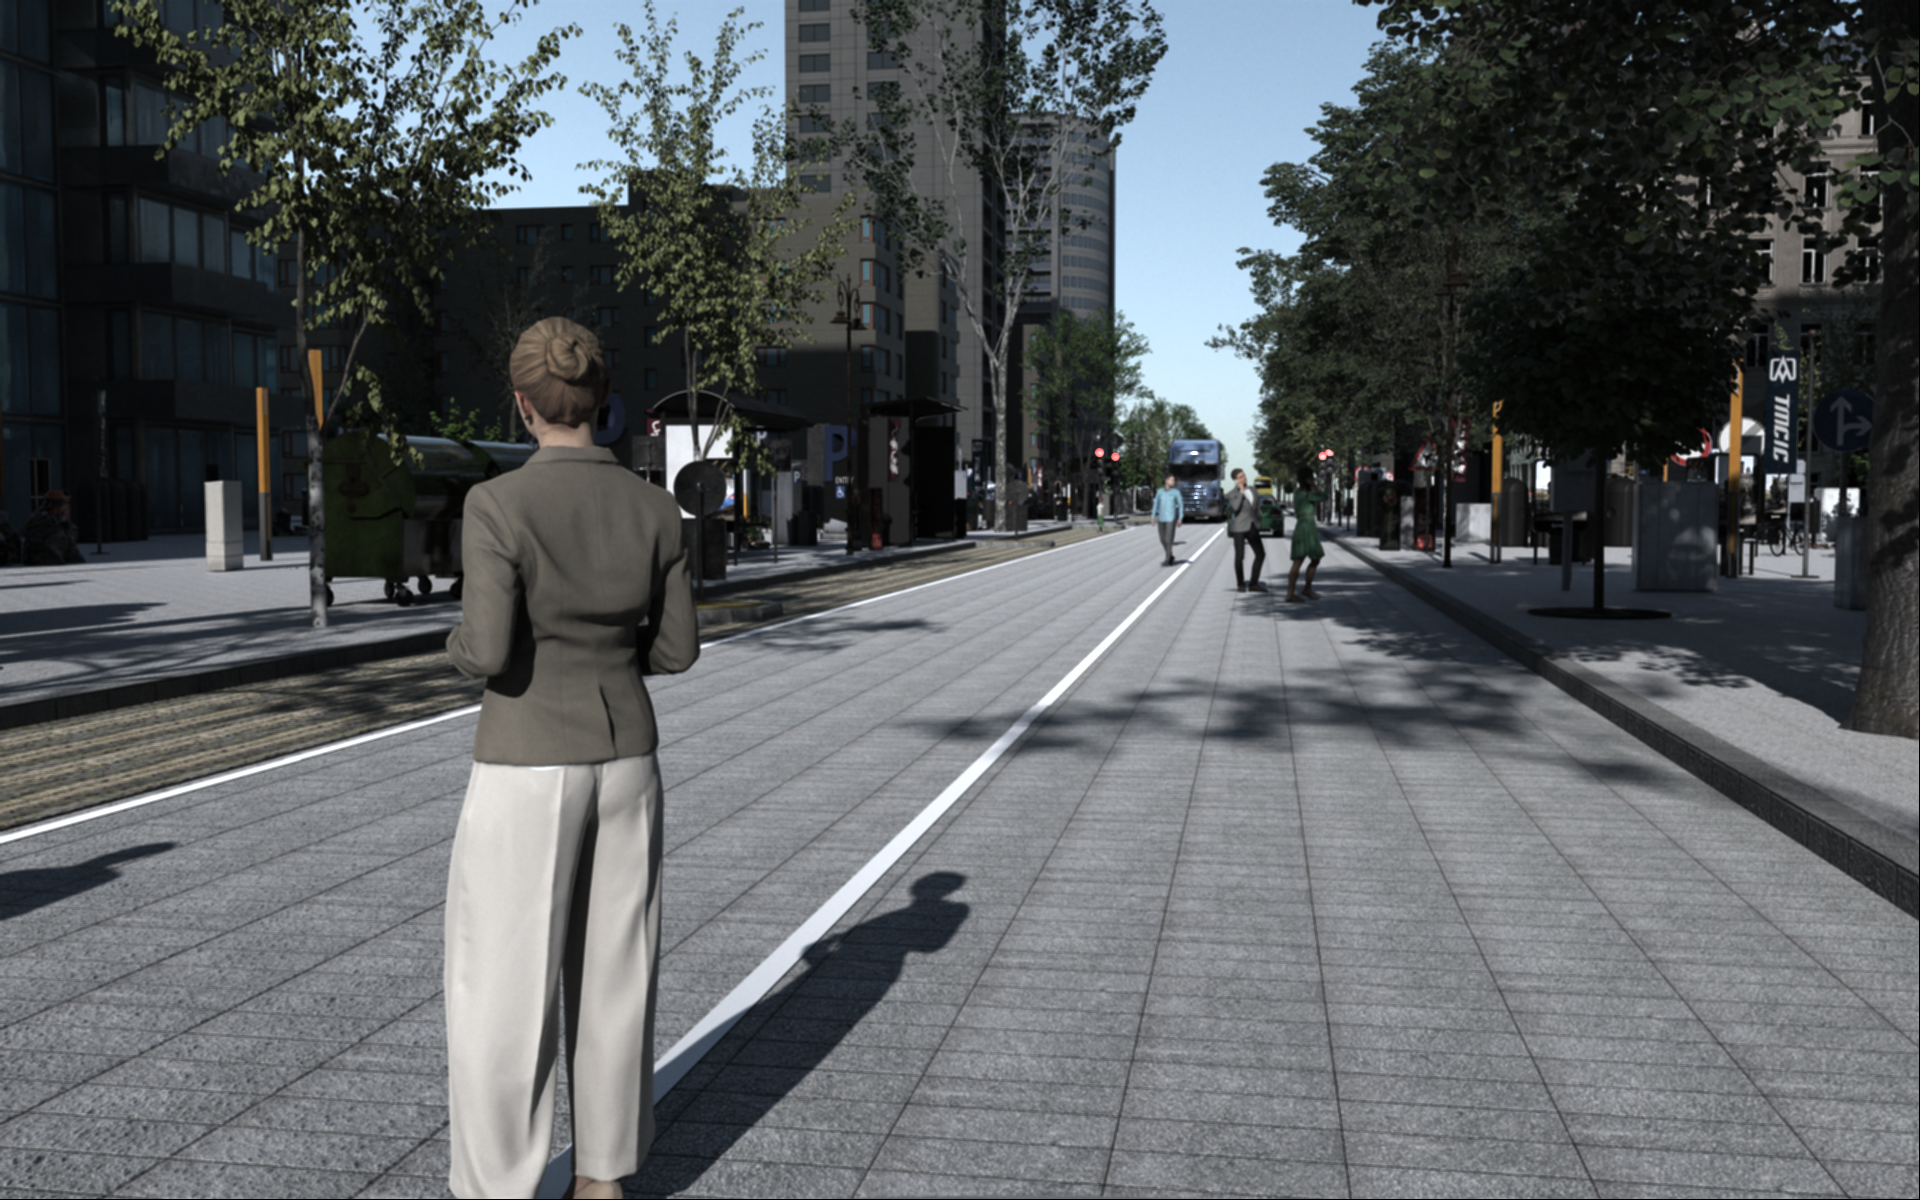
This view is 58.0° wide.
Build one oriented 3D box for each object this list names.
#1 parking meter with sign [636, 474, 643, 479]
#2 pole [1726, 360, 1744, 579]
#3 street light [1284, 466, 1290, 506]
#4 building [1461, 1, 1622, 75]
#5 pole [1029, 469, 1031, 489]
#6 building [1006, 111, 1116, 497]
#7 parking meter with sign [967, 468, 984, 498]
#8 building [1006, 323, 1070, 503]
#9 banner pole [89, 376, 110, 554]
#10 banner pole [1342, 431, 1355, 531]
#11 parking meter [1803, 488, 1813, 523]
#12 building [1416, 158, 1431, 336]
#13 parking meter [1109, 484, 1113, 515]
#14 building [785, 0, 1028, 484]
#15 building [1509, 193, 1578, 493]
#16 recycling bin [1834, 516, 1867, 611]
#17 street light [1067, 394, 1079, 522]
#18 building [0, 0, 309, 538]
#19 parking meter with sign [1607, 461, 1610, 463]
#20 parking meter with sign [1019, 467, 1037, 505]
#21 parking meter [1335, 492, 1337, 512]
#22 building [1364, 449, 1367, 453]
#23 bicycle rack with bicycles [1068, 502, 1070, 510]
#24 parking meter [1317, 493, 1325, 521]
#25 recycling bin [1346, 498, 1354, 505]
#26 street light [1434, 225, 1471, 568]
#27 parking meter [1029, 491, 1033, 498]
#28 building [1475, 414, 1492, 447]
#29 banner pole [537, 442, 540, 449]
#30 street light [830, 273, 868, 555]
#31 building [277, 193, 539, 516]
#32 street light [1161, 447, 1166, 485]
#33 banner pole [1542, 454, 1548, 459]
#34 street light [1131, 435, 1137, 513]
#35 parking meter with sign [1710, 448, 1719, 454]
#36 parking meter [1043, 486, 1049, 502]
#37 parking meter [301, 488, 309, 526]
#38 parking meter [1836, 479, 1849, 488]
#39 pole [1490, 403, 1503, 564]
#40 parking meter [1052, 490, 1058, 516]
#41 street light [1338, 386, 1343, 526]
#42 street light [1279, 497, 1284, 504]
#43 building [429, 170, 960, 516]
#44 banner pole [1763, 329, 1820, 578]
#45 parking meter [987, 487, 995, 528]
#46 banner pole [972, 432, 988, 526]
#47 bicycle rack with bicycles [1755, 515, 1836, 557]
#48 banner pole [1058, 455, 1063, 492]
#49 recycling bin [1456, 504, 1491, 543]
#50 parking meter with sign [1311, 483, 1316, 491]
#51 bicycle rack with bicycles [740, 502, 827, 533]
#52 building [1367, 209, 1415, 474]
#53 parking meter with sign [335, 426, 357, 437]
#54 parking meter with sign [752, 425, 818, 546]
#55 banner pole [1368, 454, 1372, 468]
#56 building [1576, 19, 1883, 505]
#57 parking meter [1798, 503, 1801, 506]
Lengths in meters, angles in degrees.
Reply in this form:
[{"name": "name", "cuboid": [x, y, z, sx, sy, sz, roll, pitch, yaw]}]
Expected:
[{"name": "parking meter with sign", "cuboid": [-12.406, -4.255, 65.837, 0.543, 3.016, 1.738, 3, 5, 43]}, {"name": "pole", "cuboid": [11.753, -1.983, 26.270, 0.158, 3.312, 0.155, 0, 3, 0]}, {"name": "street light", "cuboid": [35.774, -13.165, 188.040, 0.468, 5.910, 1.993, 1, 4, 10]}, {"name": "building", "cuboid": [51.777, -31.064, 158.012, 14.600, 45.320, 14.200, 1, 4, 10]}, {"name": "pole", "cuboid": [5.600, -8.848, 138.515, 0.158, 3.312, 0.155, 0, 3, 0]}, {"name": "building", "cuboid": [12.202, -44.333, 266.840, 21.231, 58.520, 28.212, 1, 4, 10]}, {"name": "parking meter with sign", "cuboid": [1.280, -7.428, 117.708, 0.543, 3.016, 1.738, 3, 5, 44]}, {"name": "building", "cuboid": [-3.104, -21.280, 192.969, 27.650, 21.520, 28.899, 1, 4, 10]}, {"name": "banner pole", "cuboid": [-18.192, -2.854, 36.674, 0.863, 3.779, 0.401, 3, 5, 45]}, {"name": "banner pole", "cuboid": [13.629, -4.302, 60.356, 0.401, 3.779, 0.863, 2, 4, 31]}, {"name": "parking meter", "cuboid": [37.236, -4.137, 76.056, 0.372, 1.533, 0.369, 0, 3, 0]}, {"name": "building", "cuboid": [62.311, -32.958, 193.483, 22.147, 44.769, 28.867, 1, 4, 10]}, {"name": "parking meter", "cuboid": [9.087, -6.022, 104.173, 0.255, 1.863, 0.399, 1, 4, 9]}, {"name": "building", "cuboid": [-4.151, -44.539, 166.461, 20.563, 71.187, 20.611, 1, 4, 10]}, {"name": "building", "cuboid": [43.310, -16.087, 117.771, 10.420, 20.320, 16.860, 1, 4, 10]}, {"name": "recycling bin", "cuboid": [10.238, -0.414, 19.319, 0.722, 1.027, 0.722, 1, 4, 13]}, {"name": "street light", "cuboid": [5.237, -6.559, 80.030, 0.468, 5.910, 1.993, 1, 4, 10]}, {"name": "building", "cuboid": [-38.460, -26.540, 53.532, 30.456, 49.044, 23.786, 1, 4, 10]}, {"name": "parking meter with sign", "cuboid": [23.904, -4.244, 65.654, 1.738, 3.016, 0.543, -3, 5, -39]}, {"name": "parking meter with sign", "cuboid": [4.052, -7.034, 111.268, 1.738, 3.016, 0.543, 2, 4, 34]}, {"name": "parking meter", "cuboid": [26.095, -6.876, 120.840, 0.372, 1.533, 0.369, 0, 3, 0]}, {"name": "building", "cuboid": [76.121, -32.186, 297.940, 14.160, 30.474, 14.107, 1, 4, 10]}, {"name": "bicycle rack with bicycles", "cuboid": [9.806, -7.532, 136.535, 2.852, 0.926, 2.925, 0, 4, -8]}, {"name": "parking meter", "cuboid": [17.202, -4.533, 82.524, 0.372, 1.533, 0.369, 0, 3, 0]}, {"name": "recycling bin", "cuboid": [24.793, -5.920, 109.341, 0.722, 1.027, 0.722, 0, 4, 0]}, {"name": "street light", "cuboid": [8.507, -3.503, 30.064, 0.468, 5.910, 1.993, 1, 4, 10]}, {"name": "parking meter", "cuboid": [5.154, -7.244, 126.856, 0.372, 1.533, 0.369, 0, 3, 0]}, {"name": "building", "cuboid": [50.036, -16.632, 139.380, 16.820, 18.784, 16.811, 1, 4, 10]}, {"name": "banner pole", "cuboid": [-17.682, -4.988, 71.568, 0.863, 3.779, 0.401, 1, 4, 13]}, {"name": "street light", "cuboid": [-2.330, -3.894, 36.447, 0.468, 5.910, 1.993, 1, 4, 10]}, {"name": "building", "cuboid": [-47.998, -16.633, 116.992, 28.899, 21.520, 27.650, 1, 4, 10]}, {"name": "street light", "cuboid": [18.186, -11.156, 155.186, 0.468, 5.910, 1.993, 1, 4, 10]}, {"name": "banner pole", "cuboid": [13.175, -2.959, 38.404, 0.863, 3.779, 0.401, -2, 4, -29]}, {"name": "street light", "cuboid": [11.834, -8.923, 118.684, 0.468, 5.910, 1.993, 1, 4, 10]}, {"name": "parking meter with sign", "cuboid": [29.468, -4.276, 66.174, 1.738, 3.016, 0.543, -2, 4, -25]}, {"name": "parking meter", "cuboid": [5.485, -6.409, 110.490, 0.255, 1.863, 0.399, -1, 4, -14]}, {"name": "parking meter", "cuboid": [-26.522, -3.784, 70.282, 0.372, 1.533, 0.369, 0, 3, 0]}, {"name": "parking meter", "cuboid": [33.095, -3.626, 64.988, 0.255, 1.863, 0.399, -1, 4, -15]}, {"name": "pole", "cuboid": [9.876, -2.324, 31.838, 0.158, 3.312, 0.155, 0, 3, 0]}, {"name": "parking meter", "cuboid": [5.490, -5.604, 100.037, 0.372, 1.533, 0.369, 0, 3, 0]}, {"name": "street light", "cuboid": [15.116, -5.869, 68.753, 0.468, 5.910, 1.993, 1, 4, 10]}, {"name": "street light", "cuboid": [42.419, -15.529, 226.685, 0.468, 5.910, 1.993, 1, 4, 10]}, {"name": "building", "cuboid": [-16.095, -16.684, 117.820, 27.650, 21.520, 28.899, 1, 4, 10]}, {"name": "banner pole", "cuboid": [12.727, -2.231, 26.488, 0.863, 3.779, 0.401, 1, 4, 18]}, {"name": "parking meter", "cuboid": [1.210, -3.528, 66.100, 0.372, 1.533, 0.369, 0, 3, 0]}, {"name": "banner pole", "cuboid": [0.852, -4.869, 69.630, 0.863, 3.779, 0.401, -1, 4, -19]}, {"name": "bicycle rack with bicycles", "cuboid": [17.711, -1.349, 35.431, 2.852, 0.926, 2.925, 3, 5, 43]}, {"name": "banner pole", "cuboid": [6.488, -7.438, 111.632, 0.401, 3.779, 0.863, 2, 4, 28]}, {"name": "recycling bin", "cuboid": [13.668, -2.046, 46.008, 0.722, 1.027, 0.722, -1, 4, -17]}, {"name": "parking meter with sign", "cuboid": [24.990, -7.704, 122.220, 1.738, 3.016, 0.543, -2, 4, -23]}, {"name": "bicycle rack with bicycles", "cuboid": [-5.446, -2.658, 56.847, 2.925, 0.926, 2.852, 0, 4, 3]}, {"name": "building", "cuboid": [77.248, -40.040, 278.359, 21.300, 48.544, 21.600, 1, 4, 10]}, {"name": "parking meter with sign", "cuboid": [-15.680, -2.885, 43.430, 0.543, 3.016, 1.738, 0, 4, 2]}, {"name": "parking meter with sign", "cuboid": [-4.344, -2.877, 43.300, 1.738, 3.016, 0.543, 2, 4, 33]}, {"name": "banner pole", "cuboid": [25.794, -7.303, 109.416, 0.863, 3.779, 0.401, -2, 4, -33]}, {"name": "building", "cuboid": [46.400, -18.028, 92.023, 25.104, 27.353, 12.463, 1, 4, 10]}, {"name": "parking meter", "cuboid": [41.347, -4.886, 85.598, 0.399, 1.863, 0.255, 1, 4, 15]}]
